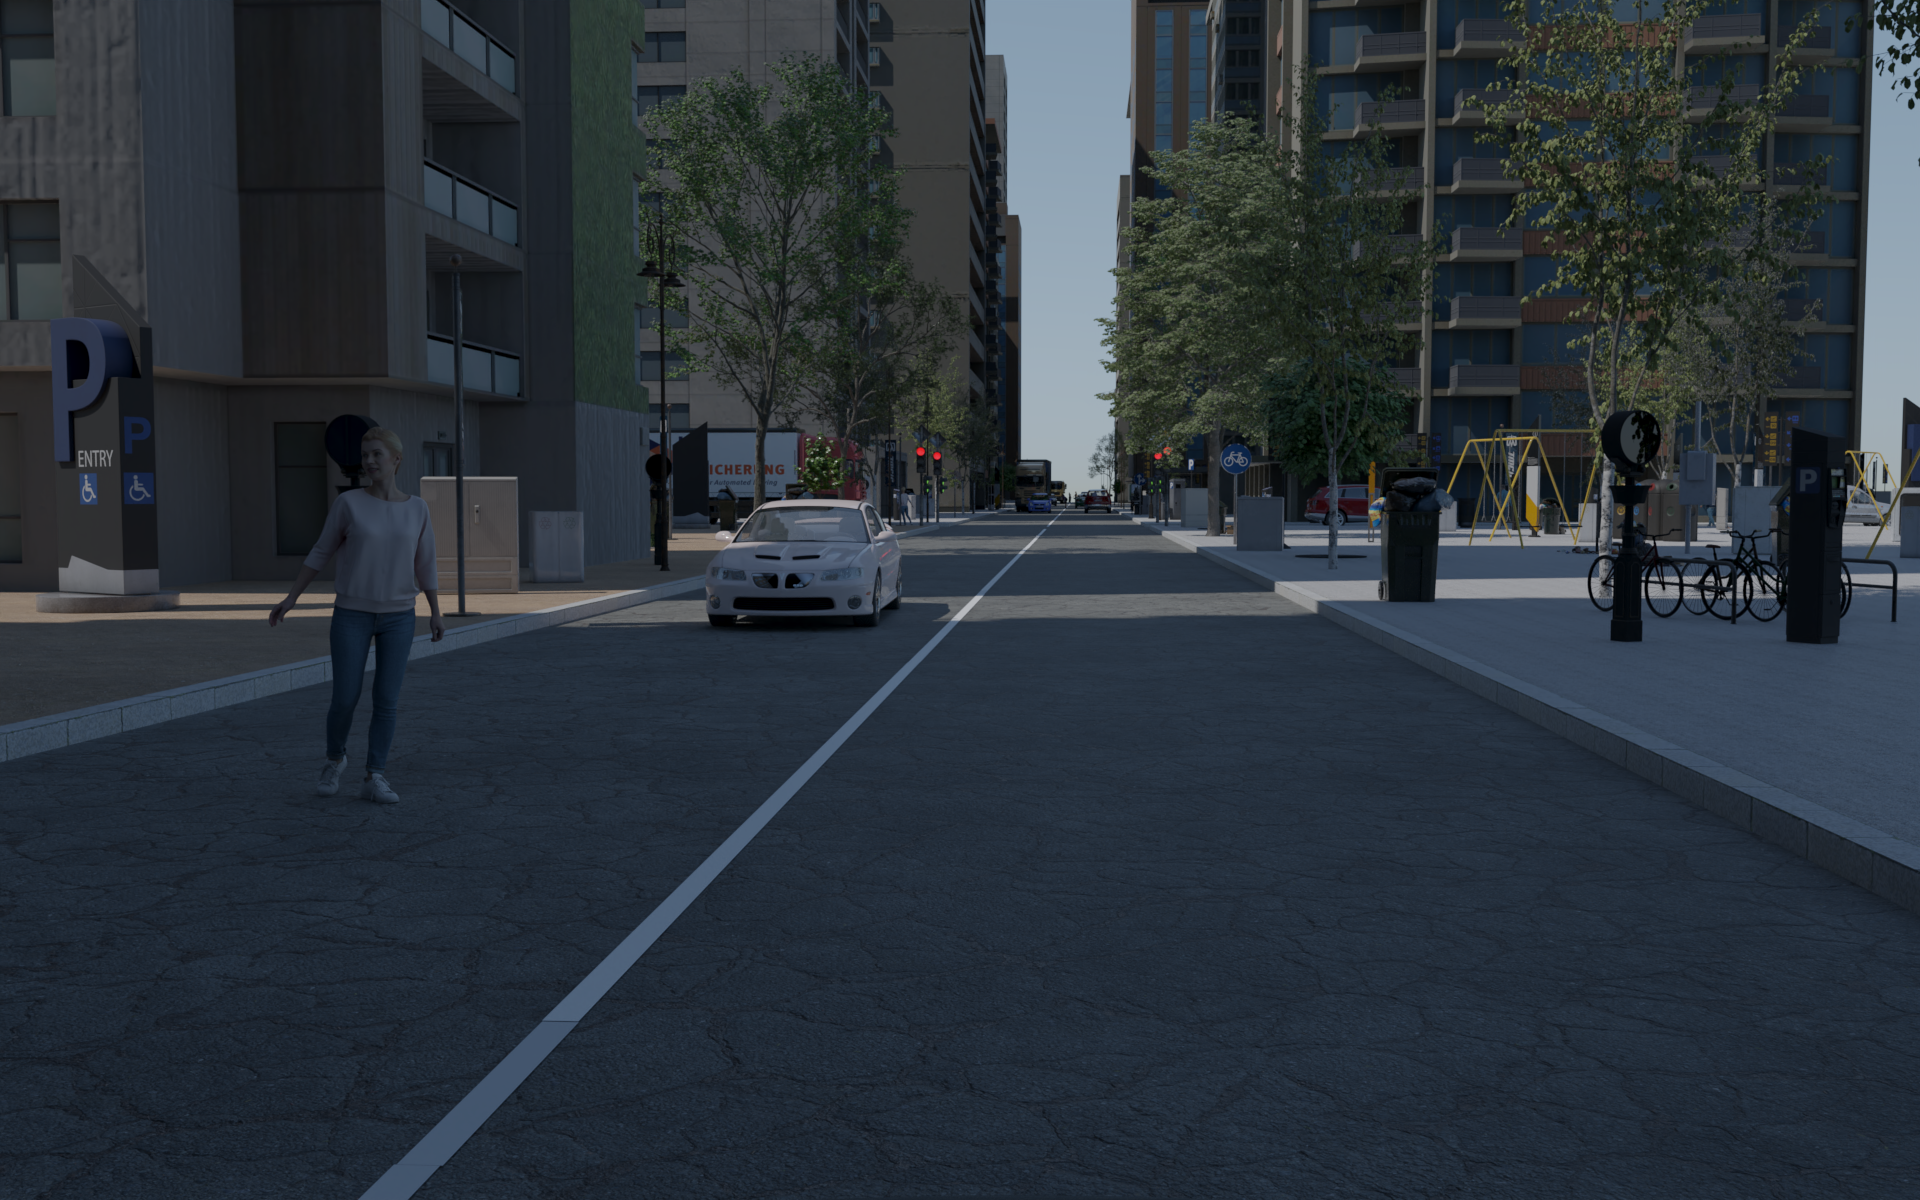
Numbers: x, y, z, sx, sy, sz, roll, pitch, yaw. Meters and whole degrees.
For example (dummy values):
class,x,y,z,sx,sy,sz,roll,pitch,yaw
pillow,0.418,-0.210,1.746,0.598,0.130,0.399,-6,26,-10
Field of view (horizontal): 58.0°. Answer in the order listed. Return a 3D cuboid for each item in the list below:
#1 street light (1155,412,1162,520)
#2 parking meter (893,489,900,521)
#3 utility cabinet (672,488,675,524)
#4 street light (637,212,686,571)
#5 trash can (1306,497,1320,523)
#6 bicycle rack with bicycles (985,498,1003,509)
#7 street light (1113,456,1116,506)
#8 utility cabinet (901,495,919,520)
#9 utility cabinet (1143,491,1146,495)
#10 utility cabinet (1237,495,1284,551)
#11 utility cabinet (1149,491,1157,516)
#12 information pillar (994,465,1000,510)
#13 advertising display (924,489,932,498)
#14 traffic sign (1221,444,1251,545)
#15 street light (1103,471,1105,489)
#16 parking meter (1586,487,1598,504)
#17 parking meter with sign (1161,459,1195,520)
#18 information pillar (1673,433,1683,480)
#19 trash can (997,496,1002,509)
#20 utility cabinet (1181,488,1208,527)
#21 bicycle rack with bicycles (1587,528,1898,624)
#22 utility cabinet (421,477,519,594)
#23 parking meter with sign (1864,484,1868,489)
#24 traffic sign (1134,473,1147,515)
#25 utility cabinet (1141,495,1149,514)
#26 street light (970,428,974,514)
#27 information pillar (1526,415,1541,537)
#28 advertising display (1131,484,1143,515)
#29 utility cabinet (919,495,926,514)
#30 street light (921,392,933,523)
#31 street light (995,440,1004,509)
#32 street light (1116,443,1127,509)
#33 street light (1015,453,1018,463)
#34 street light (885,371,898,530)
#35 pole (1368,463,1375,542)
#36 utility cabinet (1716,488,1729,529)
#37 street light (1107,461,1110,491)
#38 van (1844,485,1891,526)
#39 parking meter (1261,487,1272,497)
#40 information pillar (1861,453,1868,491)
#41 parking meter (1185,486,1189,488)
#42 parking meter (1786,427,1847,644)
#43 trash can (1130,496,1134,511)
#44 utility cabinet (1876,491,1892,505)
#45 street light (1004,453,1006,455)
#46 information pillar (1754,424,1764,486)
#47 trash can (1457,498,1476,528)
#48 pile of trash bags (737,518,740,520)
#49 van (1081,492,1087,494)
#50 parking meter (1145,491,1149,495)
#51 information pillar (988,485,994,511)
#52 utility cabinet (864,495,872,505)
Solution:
class,x,y,z,sx,sy,sz,roll,pitch,yaw
street light,9.713,-6.804,84.038,0.468,5.910,1.993,0,4,4
parking meter,-3.046,-4.634,84.171,0.372,1.533,0.369,0,3,0
utility cabinet,-10.925,-3.633,68.075,0.318,1.500,1.173,1,4,18
street light,-4.933,-3.424,28.764,0.468,5.910,1.993,0,4,4
trash can,15.616,-3.948,76.195,0.748,1.137,0.748,0,3,0
bicycle rack with bicycles,2.667,-8.220,147.786,2.852,0.926,2.925,0,4,2
street light,17.244,-13.476,193.114,0.468,5.910,1.993,0,4,4
utility cabinet,-2.619,-4.613,86.584,0.306,1.237,1.020,-3,4,-37
utility cabinet,12.651,-6.853,120.722,0.318,1.500,1.173,-3,5,-39
utility cabinet,6.787,-1.712,39.145,1.020,1.237,0.306,1,4,17
utility cabinet,11.367,-5.685,101.635,0.318,1.500,1.173,0,4,-8
information pillar,3.010,-9.130,140.622,0.504,3.616,0.183,3,5,45
advertising display,-2.113,-6.683,114.487,0.123,1.923,0.974,2,4,28
traffic sign,6.984,-2.679,43.907,0.768,2.556,0.104,0,4,8
street light,20.724,-16.556,243.475,0.468,5.910,1.993,0,4,4
parking meter,21.648,-3.117,59.373,0.372,1.533,0.369,0,3,0
parking meter with sign,10.756,-5.479,85.847,1.738,3.016,0.543,-1,4,-22
information pillar,27.673,-4.614,66.786,0.183,3.616,0.504,-1,4,-8
trash can,3.338,-8.482,150.330,0.748,1.137,0.748,0,3,0
utility cabinet,9.061,-3.550,66.719,1.173,1.500,0.318,-2,4,-30
bicycle rack with bicycles,8.250,-0.276,17.889,2.852,0.926,2.925,-1,4,-8
utility cabinet,-6.260,-0.824,22.150,1.173,1.500,0.318,-1,4,-11
parking meter with sign,68.498,-8.270,131.471,0.543,3.016,1.738,-3,4,-37
traffic sign,10.830,-6.358,104.058,0.768,2.556,0.104,0,4,4
utility cabinet,11.547,-5.982,108.973,1.020,1.237,0.306,-2,4,-28
street light,0.843,-8.471,111.290,0.468,5.910,1.993,0,4,4
information pillar,17.041,-3.675,51.436,0.183,3.616,0.504,-1,4,-22
advertising display,10.961,-6.249,107.384,0.123,1.923,0.974,-3,4,-37
utility cabinet,-2.733,-6.186,112.298,1.020,1.237,0.306,0,4,-3
street light,-1.458,-6.421,77.774,0.468,5.910,1.993,0,4,4
street light,3.196,-10.511,144.647,0.468,5.910,1.993,0,4,4
street light,14.893,-11.436,159.758,0.468,5.910,1.993,0,4,4
street light,6.202,-13.170,188.117,0.468,5.910,1.993,0,4,4
street light,-2.532,-5.470,62.230,0.468,5.910,1.993,0,4,4
pole,10.910,-3.182,45.863,0.158,3.312,0.155,0,3,0
utility cabinet,27.435,-3.279,62.293,0.318,1.500,1.173,2,4,28
street light,19.566,-15.557,227.144,0.468,5.910,1.993,0,4,4
van,36.469,-3.927,71.218,4.112,2.044,2.013,0,4,4
parking meter,10.530,-3.122,59.452,0.372,1.533,0.369,0,3,0
information pillar,49.542,-6.361,95.364,0.504,3.616,0.183,0,4,-7
parking meter,16.934,-7.596,129.909,0.399,1.863,0.255,3,4,36
parking meter,7.375,-0.562,14.907,0.255,1.863,0.399,-2,4,-30
trash can,13.297,-7.362,132.018,0.748,1.137,0.748,0,3,0
utility cabinet,65.958,-7.047,123.895,1.173,1.500,0.318,3,5,42
street light,3.820,-11.093,154.150,0.468,5.910,1.993,0,4,4
information pillar,26.946,-4.103,58.440,0.504,3.616,0.183,-3,5,-44
trash can,19.207,-3.304,65.679,0.748,1.137,0.748,0,3,0
pile of trash bags,-12.482,-4.619,85.275,3.447,1.369,1.912,1,4,9
van,21.087,-17.483,292.864,2.013,2.044,4.112,0,4,4
parking meter,12.787,-6.684,117.700,0.372,1.533,0.369,0,3,0
information pillar,2.367,-8.093,136.810,0.304,2.012,0.304,0,4,2
utility cabinet,-4.937,-4.663,87.395,1.020,1.237,0.306,-3,4,-37
